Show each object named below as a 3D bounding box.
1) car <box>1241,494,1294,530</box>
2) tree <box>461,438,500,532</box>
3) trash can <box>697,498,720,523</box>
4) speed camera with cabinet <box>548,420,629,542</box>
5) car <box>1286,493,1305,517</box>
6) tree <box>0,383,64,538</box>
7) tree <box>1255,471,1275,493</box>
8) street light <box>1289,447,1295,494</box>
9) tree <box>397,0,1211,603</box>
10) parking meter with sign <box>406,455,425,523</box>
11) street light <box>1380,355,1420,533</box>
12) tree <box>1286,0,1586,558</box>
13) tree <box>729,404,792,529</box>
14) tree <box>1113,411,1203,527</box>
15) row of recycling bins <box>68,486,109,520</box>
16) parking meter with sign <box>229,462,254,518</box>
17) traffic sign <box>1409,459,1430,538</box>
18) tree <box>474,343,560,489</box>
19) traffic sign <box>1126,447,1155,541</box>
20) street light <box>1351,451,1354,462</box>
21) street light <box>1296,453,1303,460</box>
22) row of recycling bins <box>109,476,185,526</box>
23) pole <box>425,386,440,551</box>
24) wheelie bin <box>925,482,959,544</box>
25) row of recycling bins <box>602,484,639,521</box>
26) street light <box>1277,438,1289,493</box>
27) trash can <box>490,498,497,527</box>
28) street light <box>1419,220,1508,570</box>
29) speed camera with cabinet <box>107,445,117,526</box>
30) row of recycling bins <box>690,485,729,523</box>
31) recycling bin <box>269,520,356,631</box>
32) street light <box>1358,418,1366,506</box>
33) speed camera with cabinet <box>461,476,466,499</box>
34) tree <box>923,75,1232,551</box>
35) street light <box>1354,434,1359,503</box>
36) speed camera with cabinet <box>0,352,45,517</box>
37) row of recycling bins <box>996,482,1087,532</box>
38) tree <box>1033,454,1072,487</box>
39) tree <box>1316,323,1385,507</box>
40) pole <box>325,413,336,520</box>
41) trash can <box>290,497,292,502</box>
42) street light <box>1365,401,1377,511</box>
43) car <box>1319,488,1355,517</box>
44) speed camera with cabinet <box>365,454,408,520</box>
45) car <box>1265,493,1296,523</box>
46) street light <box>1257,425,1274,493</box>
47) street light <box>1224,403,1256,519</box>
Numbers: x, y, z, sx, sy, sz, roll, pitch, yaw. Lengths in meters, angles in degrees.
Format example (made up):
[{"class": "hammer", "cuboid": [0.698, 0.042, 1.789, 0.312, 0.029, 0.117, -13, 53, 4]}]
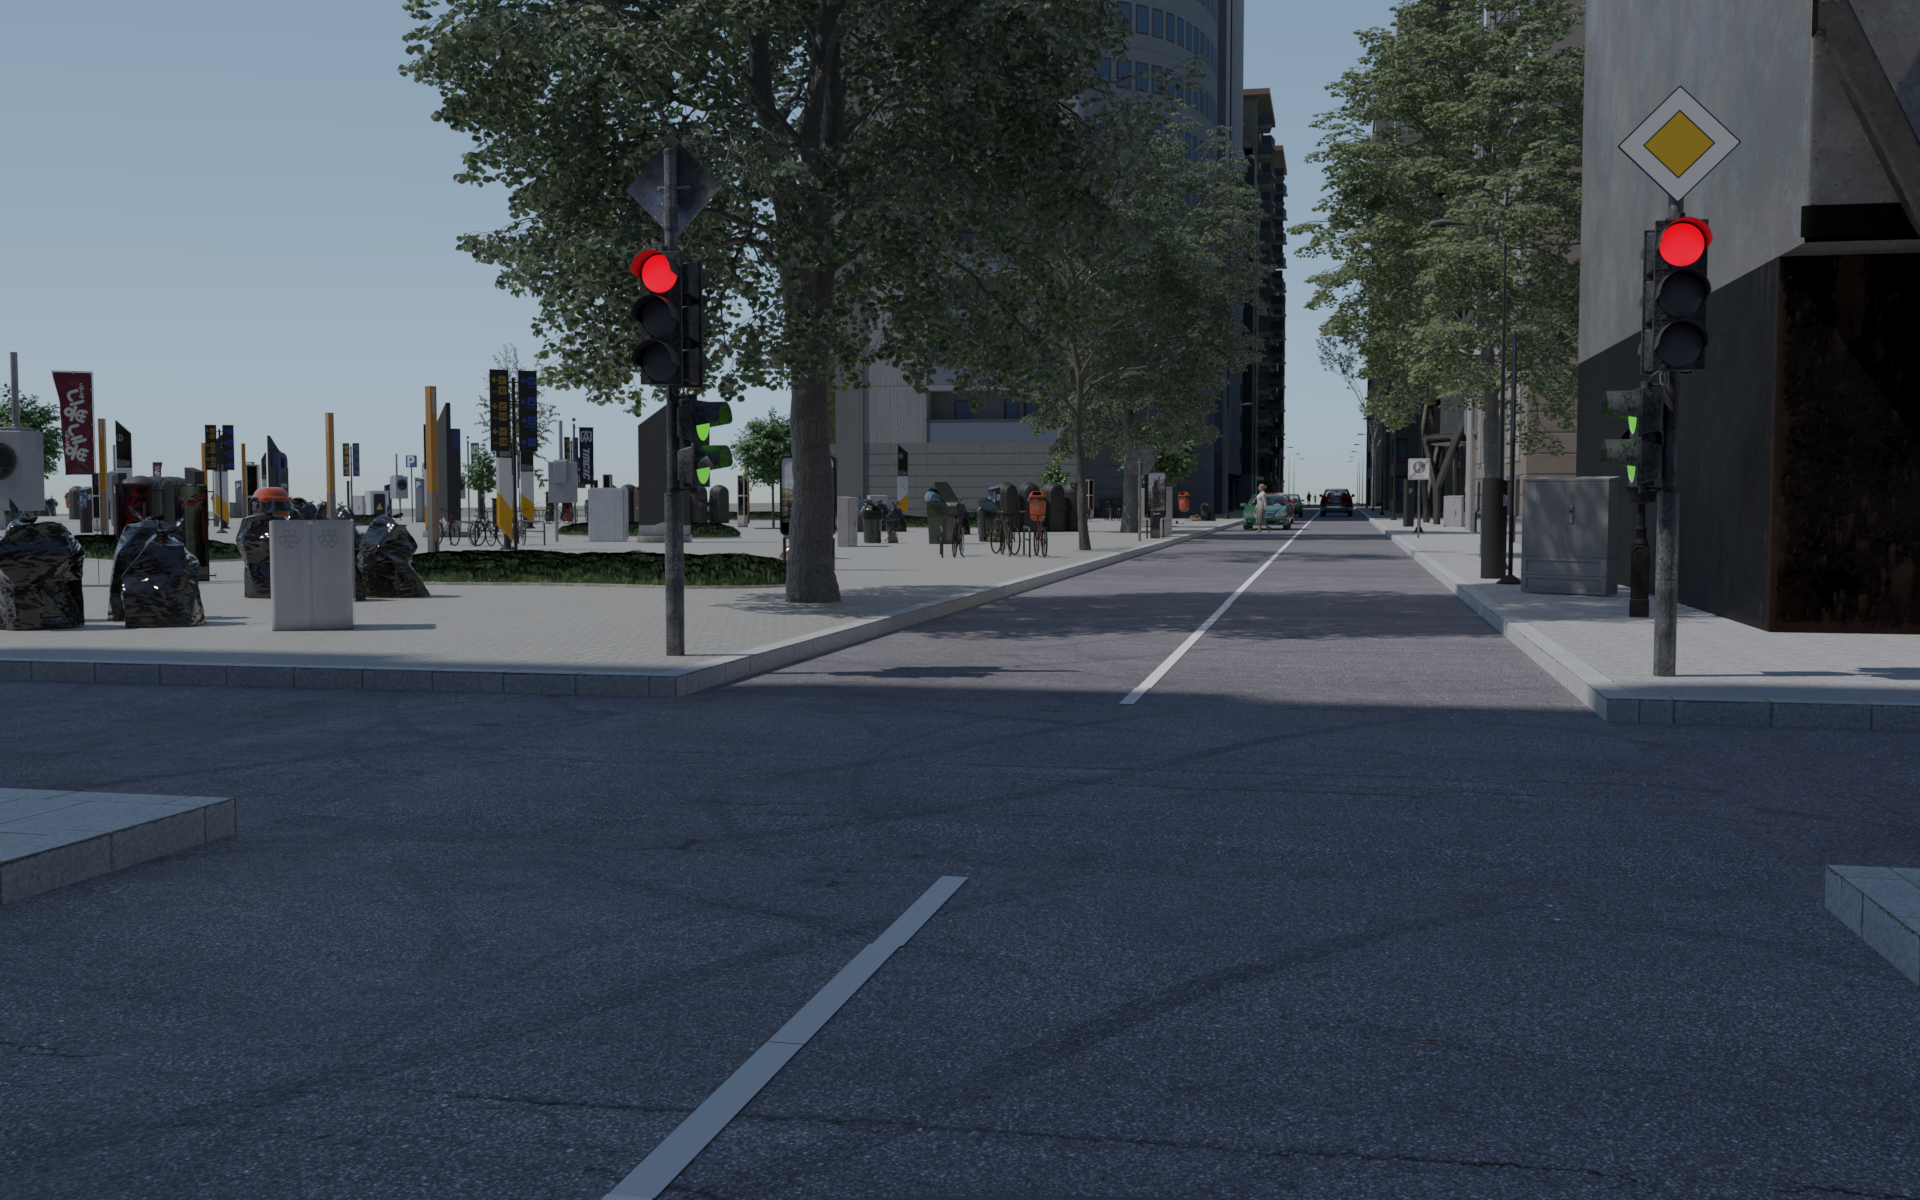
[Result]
[{"class": "car", "cuboid": [12.507, -3.583, 70.381, 2.131, 1.459, 4.920, 1, 4, 12]}, {"class": "tree", "cuboid": [-16.272, -3.978, 59.638, 1.663, 3.219, 1.824, 0, 3, 0]}, {"class": "trash can", "cuboid": [-8.316, -2.787, 57.219, 0.748, 1.137, 0.748, 0, 3, 0]}, {"class": "speed camera with cabinet", "cuboid": [-10.021, -3.203, 46.705, 2.038, 3.252, 0.660, 0, 3, 0]}, {"class": "car", "cuboid": [20.468, -6.058, 107.851, 1.959, 1.807, 4.718, 1, 4, 11]}, {"class": "tree", "cuboid": [-28.071, -4.132, 51.265, 4.285, 4.588, 4.351, 0, 3, 0]}, {"class": "tree", "cuboid": [26.232, -9.391, 148.151, 1.663, 3.219, 1.824, 0, 3, 0]}, {"class": "street light", "cuboid": [31.939, -12.072, 169.919, 1.470, 5.913, 1.316, 1, 4, 12]}, {"class": "tree", "cuboid": [-1.872, -6.949, 20.265, 9.857, 13.997, 8.962, 0, 3, 0]}, {"class": "parking meter with sign", "cuboid": [-24.312, -5.031, 78.519, 0.543, 3.016, 1.738, 1, 4, 21]}, {"class": "street light", "cuboid": [14.716, -5.195, 57.480, 1.470, 5.913, 1.316, 1, 4, 12]}, {"class": "tree", "cuboid": [10.254, -7.119, 34.527, 7.486, 12.596, 7.792, 0, 3, 0]}, {"class": "tree", "cuboid": [-6.947, -4.899, 63.818, 4.285, 4.588, 4.351, 0, 3, 0]}, {"class": "tree", "cuboid": [7.679, -5.107, 67.213, 4.285, 4.588, 4.351, 0, 3, 0]}, {"class": "row of recycling bins", "cuboid": [-43.047, -4.906, 87.334, 3.534, 1.692, 1.069, -1, 4, -12]}, {"class": "parking meter with sign", "cuboid": [-38.414, -5.890, 92.570, 0.543, 3.016, 1.738, 1, 4, 9]}, {"class": "traffic sign", "cuboid": [13.300, -2.941, 50.212, 0.606, 2.300, 0.079, 1, 4, 18]}, {"class": "tree", "cuboid": [-21.240, -8.167, 83.897, 4.737, 8.622, 4.395, 0, 3, 0]}, {"class": "traffic sign", "cuboid": [4.881, -2.867, 46.974, 0.768, 2.556, 0.104, 1, 4, 16]}, {"class": "street light", "cuboid": [37.160, -11.488, 160.363, 1.470, 5.913, 1.316, 1, 4, 12]}, {"class": "street light", "cuboid": [38.145, -13.784, 197.901, 1.470, 5.913, 1.316, 1, 4, 12]}, {"class": "row of recycling bins", "cuboid": [-18.420, -2.008, 39.948, 1.069, 1.692, 3.534, -1, 4, -9]}, {"class": "pole", "cuboid": [-9.988, -2.381, 32.778, 0.158, 3.312, 0.155, 0, 3, 0]}, {"class": "wheelie bin", "cuboid": [-0.499, -2.238, 44.499, 0.693, 1.594, 0.980, 2, 4, 32]}, {"class": "row of recycling bins", "cuboid": [-13.409, -3.943, 71.579, 3.534, 1.692, 1.069, 2, 4, 29]}, {"class": "street light", "cuboid": [26.437, -10.520, 144.542, 1.470, 5.913, 1.316, 1, 4, 12]}, {"class": "trash can", "cuboid": [-16.866, -3.177, 63.599, 0.748, 1.137, 0.748, 0, 3, 0]}, {"class": "street light", "cuboid": [8.651, -3.478, 29.413, 1.470, 5.913, 1.316, 1, 4, 12]}, {"class": "speed camera with cabinet", "cuboid": [-33.212, -4.610, 69.706, 2.038, 3.252, 0.660, -1, 4, -10]}, {"class": "row of recycling bins", "cuboid": [-11.892, -4.212, 75.986, 3.534, 1.692, 1.069, -1, 4, -16]}, {"class": "recycling bin", "cuboid": [-6.186, -0.246, 16.576, 0.722, 1.027, 0.722, -1, 4, -17]}, {"class": "street light", "cuboid": [25.138, -8.118, 105.277, 1.470, 5.913, 1.316, 1, 4, 12]}, {"class": "speed camera with cabinet", "cuboid": [-24.600, -5.429, 83.104, 0.660, 3.252, 2.038, 1, 4, 23]}, {"class": "tree", "cuboid": [2.505, -6.407, 39.172, 7.601, 10.594, 8.767, 0, 4, 1]}, {"class": "street light", "cuboid": [31.143, -9.800, 132.765, 1.470, 5.913, 1.316, 1, 4, 12]}, {"class": "speed camera with cabinet", "cuboid": [-13.866, -1.817, 24.051, 2.038, 3.252, 0.660, 0, 4, 3]}, {"class": "row of recycling bins", "cuboid": [2.733, -3.160, 58.771, 3.534, 1.692, 1.069, -2, 4, -27]}, {"class": "tree", "cuboid": [4.457, -5.234, 80.172, 1.663, 3.219, 1.824, 0, 3, 0]}, {"class": "tree", "cuboid": [41.972, -19.144, 168.889, 12.611, 20.169, 13.585, 0, 3, 0]}, {"class": "pole", "cuboid": [-15.773, -3.032, 43.417, 0.158, 3.312, 0.155, 0, 3, 0]}, {"class": "trash can", "cuboid": [-35.030, -4.788, 89.940, 0.748, 1.137, 0.748, 0, 3, 0]}, {"class": "street light", "cuboid": [20.779, -6.880, 85.027, 1.470, 5.913, 1.316, 1, 4, 12]}, {"class": "car", "cuboid": [24.354, -6.316, 111.947, 2.281, 1.827, 5.304, 1, 4, 13]}, {"class": "speed camera with cabinet", "cuboid": [-27.825, -5.486, 84.027, 0.660, 3.252, 2.038, 3, 5, 40]}, {"class": "car", "cuboid": [15.219, -4.583, 83.966, 2.155, 1.783, 4.494, 1, 4, 14]}, {"class": "street light", "cuboid": [20.337, -8.791, 116.275, 1.470, 5.913, 1.316, 1, 4, 12]}, {"class": "street light", "cuboid": [14.230, -7.095, 88.544, 1.470, 5.913, 1.316, 1, 4, 12]}]
